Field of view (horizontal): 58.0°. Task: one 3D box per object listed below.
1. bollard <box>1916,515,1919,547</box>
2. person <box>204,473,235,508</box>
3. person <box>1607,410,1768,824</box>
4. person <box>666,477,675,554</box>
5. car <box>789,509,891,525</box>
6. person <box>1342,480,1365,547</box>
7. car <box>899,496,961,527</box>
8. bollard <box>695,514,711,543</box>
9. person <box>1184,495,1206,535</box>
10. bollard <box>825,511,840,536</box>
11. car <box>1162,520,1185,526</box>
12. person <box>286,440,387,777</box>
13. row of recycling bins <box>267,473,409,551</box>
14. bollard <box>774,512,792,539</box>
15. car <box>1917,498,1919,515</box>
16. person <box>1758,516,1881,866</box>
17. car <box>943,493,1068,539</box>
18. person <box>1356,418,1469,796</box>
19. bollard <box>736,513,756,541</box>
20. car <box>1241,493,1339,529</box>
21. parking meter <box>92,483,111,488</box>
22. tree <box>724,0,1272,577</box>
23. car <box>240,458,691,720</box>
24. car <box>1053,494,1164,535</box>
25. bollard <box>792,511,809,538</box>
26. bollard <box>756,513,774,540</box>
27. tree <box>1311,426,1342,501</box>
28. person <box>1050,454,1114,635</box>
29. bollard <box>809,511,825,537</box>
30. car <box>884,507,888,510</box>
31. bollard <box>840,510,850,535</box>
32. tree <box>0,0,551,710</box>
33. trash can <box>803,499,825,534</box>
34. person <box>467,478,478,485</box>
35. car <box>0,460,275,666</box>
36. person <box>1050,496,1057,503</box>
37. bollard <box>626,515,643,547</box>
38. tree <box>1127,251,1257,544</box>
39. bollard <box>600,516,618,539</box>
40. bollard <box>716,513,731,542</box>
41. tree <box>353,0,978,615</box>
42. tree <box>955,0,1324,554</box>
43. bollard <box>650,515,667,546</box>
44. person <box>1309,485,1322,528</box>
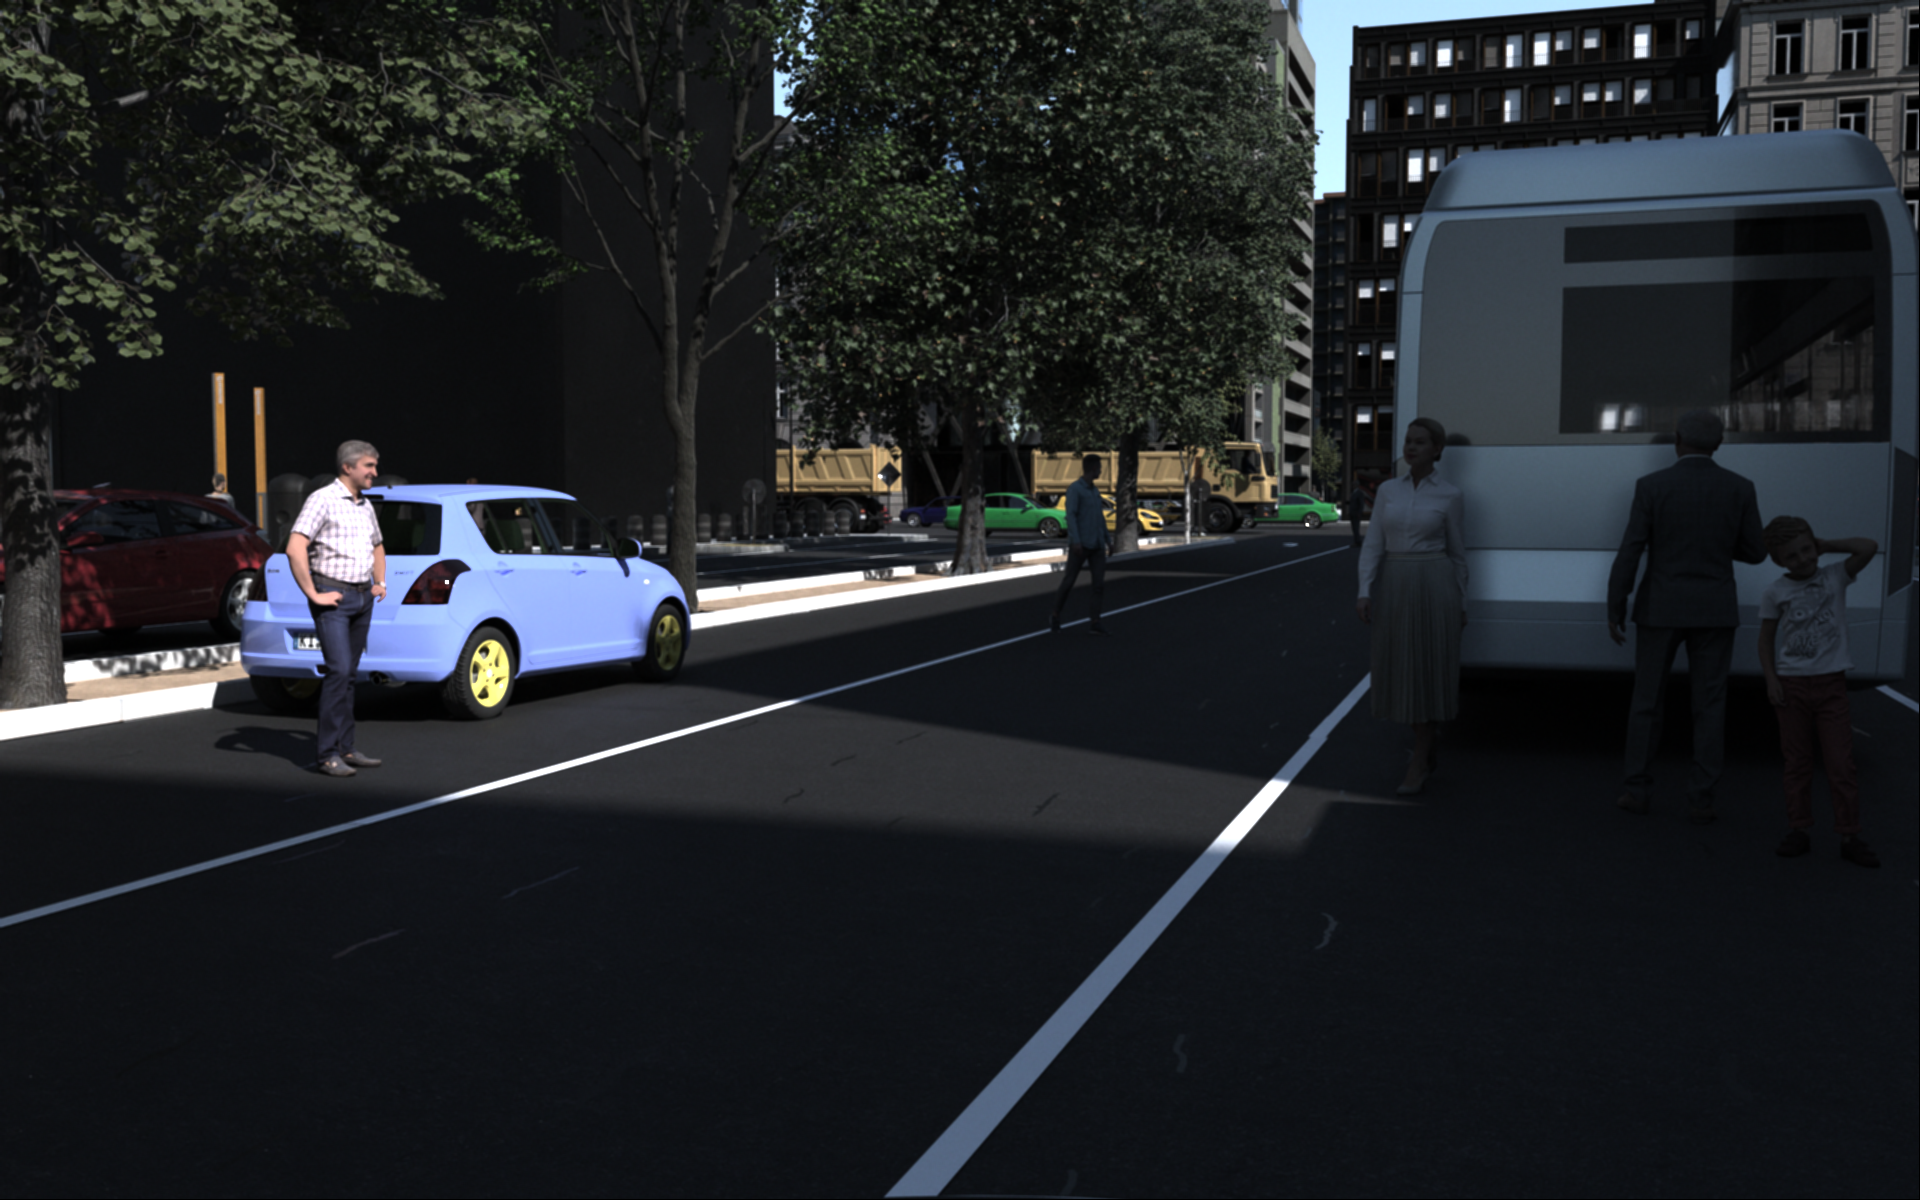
[{"bbox_3d":[23.950,-1.766,43.595,0.404,0.777,0.398,0,3,0],"label":"bollard"},{"bbox_3d":[-10.652,-0.964,25.017,0.760,1.731,0.466,2,4,30],"label":"person"},{"bbox_3d":[3.228,0.057,7.744,0.661,1.801,0.590,1,4,11],"label":"person"},{"bbox_3d":[-6.725,-1.999,40.995,0.447,1.846,0.655,-2,4,-30],"label":"person"},{"bbox_3d":[-4.996,-3.772,70.712,4.494,1.783,2.155,1,4,17],"label":"car"},{"bbox_3d":[10.695,-2.351,47.118,0.590,1.801,0.661,-1,4,-18],"label":"person"},{"bbox_3d":[-0.611,-3.812,74.902,3.894,1.354,1.945,1,4,19],"label":"car"},{"bbox_3d":[-6.704,-1.865,45.203,0.404,0.777,0.398,0,3,0],"label":"bollard"},{"bbox_3d":[8.224,-3.116,60.177,0.841,1.734,0.376,3,5,40],"label":"person"},{"bbox_3d":[-4.032,-2.355,53.221,0.404,0.777,0.398,0,3,0],"label":"bollard"},{"bbox_3d":[10.760,-4.247,79.219,4.222,1.686,2.009,1,4,17],"label":"car"},{"bbox_3d":[-3.170,0.024,9.044,0.436,1.711,0.756,2,4,24],"label":"person"},{"bbox_3d":[-12.707,-1.752,35.764,1.069,1.692,3.534,2,4,26],"label":"row of recycling bins"},{"bbox_3d":[-5.176,-2.145,49.792,0.404,0.777,0.398,0,3,0],"label":"bollard"},{"bbox_3d":[31.196,-2.959,57.420,4.494,1.783,2.155,1,4,17],"label":"car"},{"bbox_3d":[3.381,0.342,6.814,0.435,1.345,0.340,1,4,20],"label":"person"},{"bbox_3d":[1.829,-2.947,56.981,4.718,1.807,1.959,1,4,18],"label":"car"},{"bbox_3d":[2.241,0.017,8.447,0.478,1.798,0.641,3,5,39],"label":"person"},{"bbox_3d":[-5.941,-2.005,47.491,0.404,0.777,0.398,0,3,0],"label":"bollard"},{"bbox_3d":[13.450,-3.896,72.492,4.718,1.807,1.959,1,4,17],"label":"car"},{"bbox_3d":[-18.755,-1.803,37.887,0.372,1.533,0.369,0,3,0],"label":"parking meter"},{"bbox_3d":[0.238,-6.743,29.711,9.611,12.733,9.660,0,3,0],"label":"tree"},{"bbox_3d":[-3.356,-0.175,12.448,1.945,1.707,3.694,1,4,18],"label":"car"},{"bbox_3d":[5.013,-3.026,59.693,3.980,1.641,2.015,1,4,20],"label":"car"},{"bbox_3d":[-4.795,-2.215,50.932,0.404,0.777,0.398,0,3,0],"label":"bollard"},{"bbox_3d":[-5.559,-2.075,48.647,0.404,0.777,0.398,0,3,0],"label":"bollard"},{"bbox_3d":[38.069,-14.122,181.263,4.737,8.622,4.395,0,3,0],"label":"tree"},{"bbox_3d":[1.269,-0.575,17.771,0.638,1.841,0.748,-3,4,-35],"label":"person"},{"bbox_3d":[-4.413,-2.285,52.081,0.404,0.777,0.398,0,3,0],"label":"bollard"},{"bbox_3d":[-5.642,-4.616,84.510,4.494,1.783,2.155,1,4,16],"label":"car"},{"bbox_3d":[-3.656,-2.425,54.362,0.404,0.777,0.398,0,3,0],"label":"bollard"},{"bbox_3d":[-6.220,-5.574,11.712,7.486,12.596,7.792,0,3,0],"label":"tree"},{"bbox_3d":[-4.670,-2.676,55.405,0.748,1.137,0.748,0,3,0],"label":"trash can"},{"bbox_3d":[-8.788,-1.335,31.150,0.431,1.722,0.655,1,4,17],"label":"person"},{"bbox_3d":[-8.344,-0.425,15.992,2.155,1.783,4.494,1,4,20],"label":"car"},{"bbox_3d":[4.089,-3.927,72.981,0.573,1.790,0.520,2,4,27],"label":"person"},{"bbox_3d":[-7.845,-1.654,41.756,0.404,0.777,0.398,0,3,0],"label":"bollard"},{"bbox_3d":[6.304,-5.813,47.857,4.737,8.622,4.395,0,3,0],"label":"tree"},{"bbox_3d":[-8.228,-1.584,40.615,0.404,0.777,0.398,0,3,0],"label":"bollard"},{"bbox_3d":[-6.322,-1.935,46.351,0.404,0.777,0.398,0,3,0],"label":"bollard"},{"bbox_3d":[-3.230,-5.615,20.012,9.928,11.665,9.643,0,3,0],"label":"tree"},{"bbox_3d":[3.854,-8.001,39.929,9.857,13.997,8.962,0,3,0],"label":"tree"},{"bbox_3d":[-7.472,-1.724,42.898,0.404,0.777,0.398,0,3,0],"label":"bollard"},{"bbox_3d":[15.063,-3.974,73.611,0.598,1.807,0.434,1,4,9],"label":"person"}]
